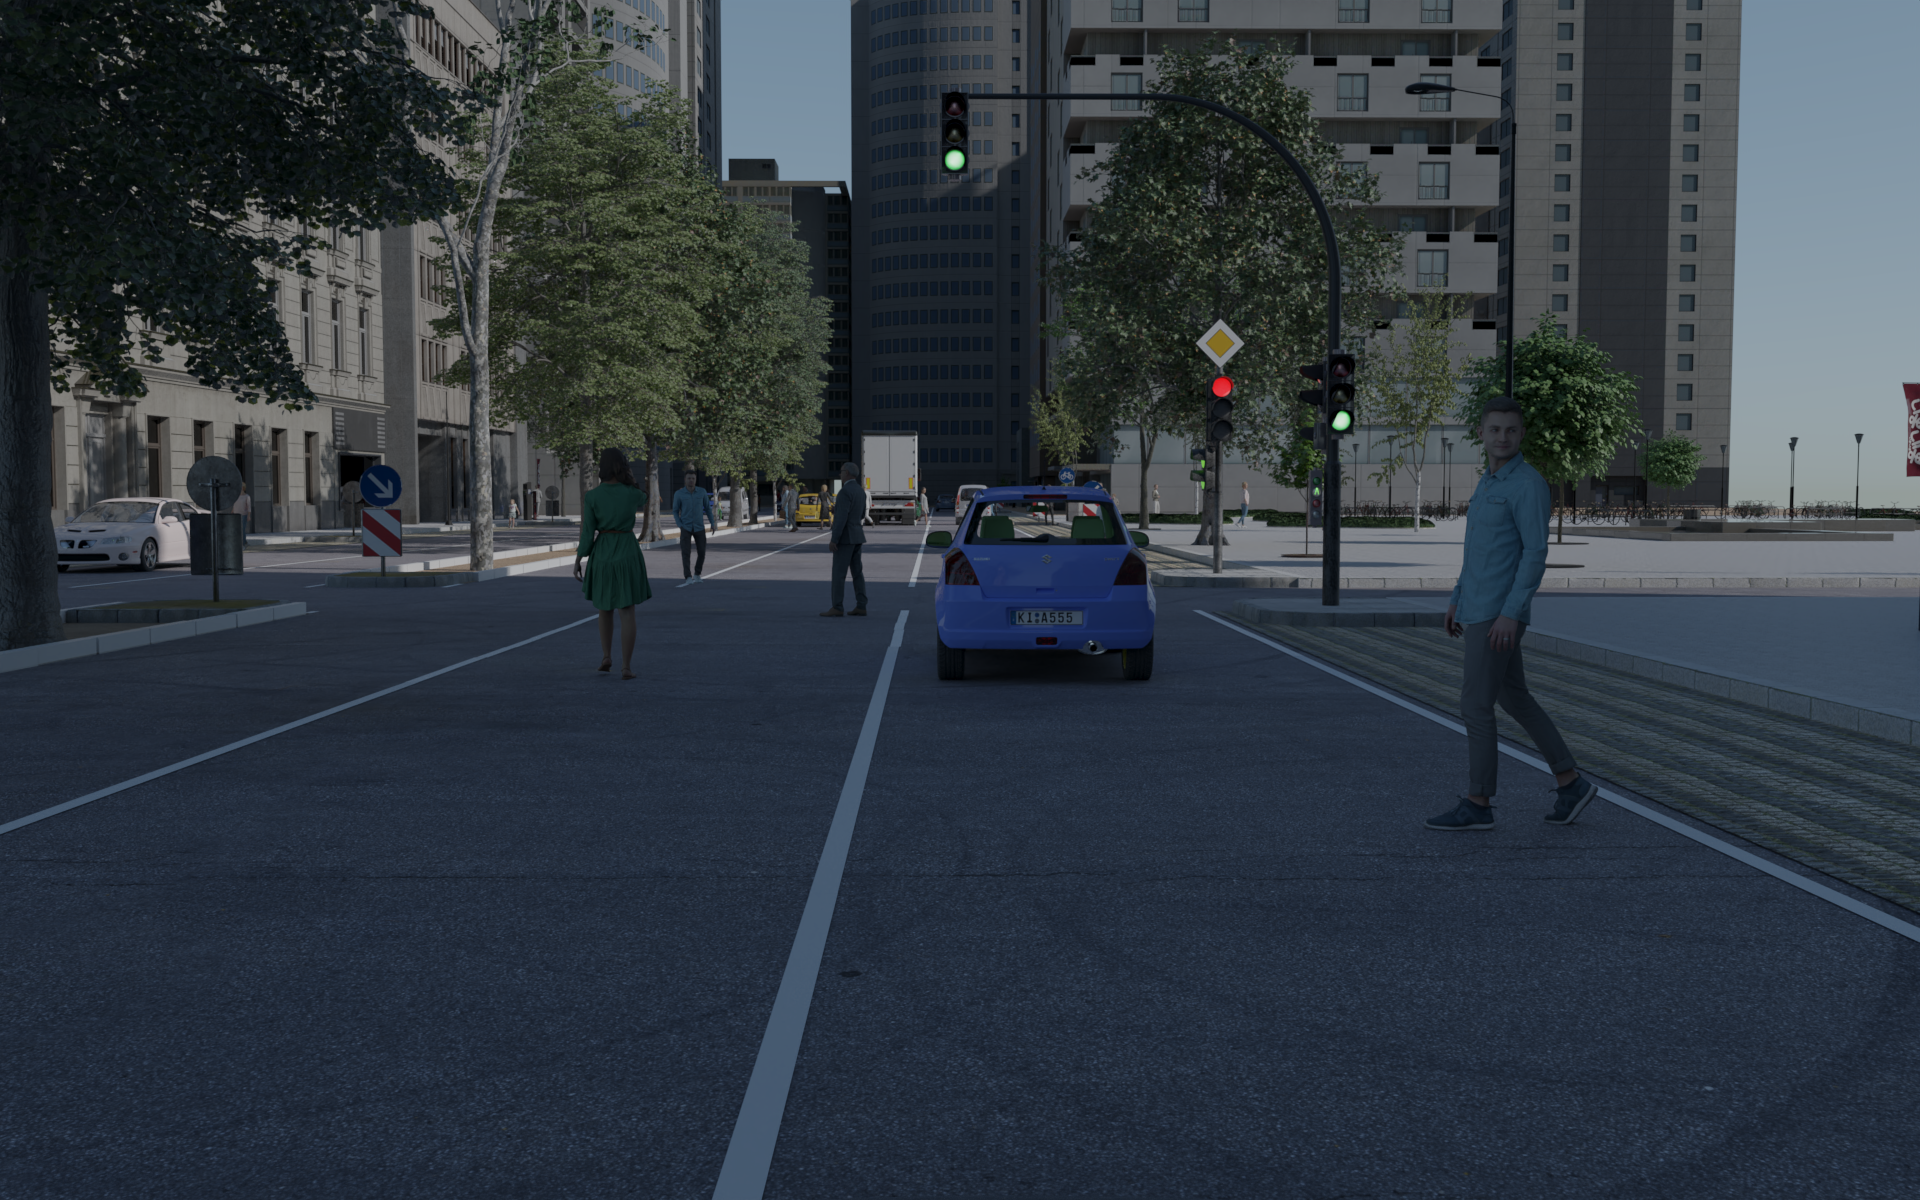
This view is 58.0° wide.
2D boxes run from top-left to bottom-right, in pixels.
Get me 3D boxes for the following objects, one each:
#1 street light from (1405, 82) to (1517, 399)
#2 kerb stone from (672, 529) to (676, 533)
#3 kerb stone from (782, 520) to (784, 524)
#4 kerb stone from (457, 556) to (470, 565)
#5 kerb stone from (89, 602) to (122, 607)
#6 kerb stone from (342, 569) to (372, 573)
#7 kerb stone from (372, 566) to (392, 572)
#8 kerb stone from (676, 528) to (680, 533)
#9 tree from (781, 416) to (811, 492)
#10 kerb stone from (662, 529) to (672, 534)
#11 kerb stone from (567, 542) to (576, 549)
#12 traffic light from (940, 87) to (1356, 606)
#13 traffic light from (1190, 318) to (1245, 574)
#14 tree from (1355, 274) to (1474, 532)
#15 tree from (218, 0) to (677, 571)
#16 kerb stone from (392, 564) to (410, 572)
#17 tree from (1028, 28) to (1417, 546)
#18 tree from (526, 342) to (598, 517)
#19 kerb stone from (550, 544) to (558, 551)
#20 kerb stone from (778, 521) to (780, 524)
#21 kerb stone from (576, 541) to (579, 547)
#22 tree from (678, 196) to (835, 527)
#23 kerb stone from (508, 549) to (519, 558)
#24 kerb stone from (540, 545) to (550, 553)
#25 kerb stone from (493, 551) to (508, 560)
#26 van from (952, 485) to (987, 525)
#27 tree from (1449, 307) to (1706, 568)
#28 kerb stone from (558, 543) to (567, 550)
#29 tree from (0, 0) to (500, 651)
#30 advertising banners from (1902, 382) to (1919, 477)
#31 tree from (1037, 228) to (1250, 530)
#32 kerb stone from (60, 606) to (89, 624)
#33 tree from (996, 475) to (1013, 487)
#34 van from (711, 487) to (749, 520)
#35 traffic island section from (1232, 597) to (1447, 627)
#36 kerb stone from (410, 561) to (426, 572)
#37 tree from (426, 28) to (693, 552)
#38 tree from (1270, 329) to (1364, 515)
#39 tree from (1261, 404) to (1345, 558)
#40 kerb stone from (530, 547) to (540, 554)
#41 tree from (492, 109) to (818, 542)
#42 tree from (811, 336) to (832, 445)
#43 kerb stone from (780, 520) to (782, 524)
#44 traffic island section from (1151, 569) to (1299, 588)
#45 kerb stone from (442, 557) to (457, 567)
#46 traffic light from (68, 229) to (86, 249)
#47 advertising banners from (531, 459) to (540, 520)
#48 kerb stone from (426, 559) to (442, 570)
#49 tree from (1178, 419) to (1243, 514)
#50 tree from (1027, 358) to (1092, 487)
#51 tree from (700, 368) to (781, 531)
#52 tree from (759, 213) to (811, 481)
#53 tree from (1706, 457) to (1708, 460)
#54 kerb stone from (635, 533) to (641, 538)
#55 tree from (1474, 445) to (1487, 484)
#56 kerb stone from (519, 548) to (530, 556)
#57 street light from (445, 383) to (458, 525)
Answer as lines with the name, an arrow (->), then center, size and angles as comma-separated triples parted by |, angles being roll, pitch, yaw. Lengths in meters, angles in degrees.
street light -> 5.719, -2.886, 19.720 | 1.470, 5.913, 1.316 | 0, 4, -1
kerb stone -> -10.500, -2.474, 62.647 | 0.120, 0.150, 1.000 | 0, 4, -1
kerb stone -> -8.663, -3.730, 83.188 | 0.120, 0.150, 1.000 | 0, 4, -1
kerb stone -> -10.137, -0.783, 34.995 | 0.120, 0.150, 1.000 | 0, 4, -1
kerb stone -> -9.940, 0.128, 20.098 | 0.120, 0.150, 1.000 | 0, 4, -1
kerb stone -> -10.052, -0.406, 28.841 | 0.120, 0.150, 1.000 | 0, 4, -1
kerb stone -> -10.062, -0.470, 29.876 | 0.120, 0.150, 1.000 | 0, 4, -1
kerb stone -> -10.509, -2.533, 63.670 | 0.120, 0.150, 1.000 | 0, 4, -1
tree -> -9.748, -8.470, 91.296 | 4.737, 8.622, 4.395 | 0, 3, 0
kerb stone -> -10.479, -2.412, 61.625 | 0.120, 0.150, 1.000 | 0, 4, -1
kerb stone -> -10.260, -1.409, 45.241 | 0.120, 0.150, 1.000 | 0, 4, -1
traffic light -> 2.158, -2.755, 19.710 | 4.771, 5.953, 1.251 | 0, 4, -1
traffic light -> 4.143, -2.382, 27.863 | 0.839, 4.253, 0.868 | 0, 4, -1
tree -> 15.398, -6.609, 58.423 | 4.737, 8.622, 4.395 | 0, 3, 0
tree -> -10.130, -10.650, 32.473 | 12.611, 20.169, 13.585 | 0, 3, 0
kerb stone -> -10.074, -0.532, 30.898 | 0.120, 0.150, 1.000 | 0, 4, -1
tree -> 6.333, -7.703, 42.956 | 9.611, 12.733, 9.660 | 0, 3, 0
tree -> -22.412, -9.925, 96.683 | 8.767, 10.594, 7.601 | 1, 4, 17
kerb stone -> -10.246, -1.284, 43.190 | 0.120, 0.150, 1.000 | 0, 4, -1
kerb stone -> -8.643, -3.603, 81.142 | 0.120, 0.150, 1.000 | 0, 4, -1
kerb stone -> -10.283, -1.472, 46.263 | 0.120, 0.150, 1.000 | 0, 4, -1
tree -> -9.792, -10.142, 74.935 | 9.857, 13.997, 8.962 | 0, 3, 0
kerb stone -> -10.190, -1.030, 39.089 | 0.120, 0.150, 1.000 | 0, 4, -1
kerb stone -> -10.220, -1.219, 42.165 | 0.120, 0.150, 1.000 | 0, 4, -1
kerb stone -> -10.175, -0.969, 38.061 | 0.120, 0.150, 1.000 | 0, 4, -1
van -> 0.613, -4.540, 81.243 | 2.013, 2.044, 4.112 | 0, 4, 0
tree -> 10.209, -2.862, 30.515 | 4.285, 4.588, 4.351 | 0, 3, 0
kerb stone -> -10.259, -1.345, 44.218 | 0.120, 0.150, 1.000 | 0, 4, -1
tree -> -8.678, -6.520, 15.709 | 9.857, 13.997, 8.962 | 0, 3, 0
advertising banners -> 15.757, -1.908, 27.376 | 2.074, 3.025, 0.090 | -1, 4, -10
tree -> 6.801, -8.344, 62.187 | 9.928, 11.665, 9.643 | 0, 3, 0
kerb stone -> -9.923, 0.191, 19.066 | 0.120, 0.150, 1.000 | 0, 4, -1
tree -> 4.246, -10.774, 170.750 | 1.663, 3.219, 1.824 | 0, 3, 0
van -> -12.744, -5.457, 96.230 | 2.013, 2.044, 4.112 | 0, 4, -1
traffic island section -> 4.289, 0.140, 19.993 | 2.009, 0.180, 2.903 | 0, 4, -1
kerb stone -> -10.090, -0.595, 31.920 | 0.120, 0.150, 1.000 | 0, 4, -1
tree -> -9.334, -7.478, 42.845 | 7.486, 12.596, 7.792 | 0, 3, 0
tree -> 15.167, -7.475, 72.579 | 4.360, 8.622, 3.978 | 0, 3, 0
tree -> 7.164, -2.484, 35.209 | 1.663, 3.219, 1.824 | 0, 3, 0
kerb stone -> -10.212, -1.157, 41.137 | 0.120, 0.150, 1.000 | 0, 4, -1
tree -> -9.203, -8.074, 51.476 | 9.611, 12.733, 9.660 | 0, 3, 0
tree -> -10.083, -9.978, 83.730 | 7.486, 12.596, 7.792 | 0, 3, 0
kerb stone -> -8.659, -3.668, 82.166 | 0.120, 0.150, 1.000 | 0, 4, -1
traffic island section -> 4.183, -0.348, 27.977 | 2.009, 0.180, 2.903 | 0, 4, -1
kerb stone -> -10.121, -0.720, 33.972 | 0.120, 0.150, 1.000 | 0, 4, -1
traffic light -> -16.326, -3.238, 27.612 | 4.771, 5.953, 1.251 | 0, 4, -1
advertising banners -> -20.883, -5.430, 84.968 | 0.090, 3.025, 2.074 | 0, 4, 4
kerb stone -> -10.108, -0.657, 32.942 | 0.120, 0.150, 1.000 | 0, 4, -1
tree -> 12.410, -8.468, 88.807 | 4.360, 8.622, 3.978 | 0, 3, 0
tree -> 5.701, -8.598, 90.944 | 4.737, 8.622, 4.395 | 0, 3, 0
tree -> -9.394, -6.949, 66.431 | 4.737, 8.622, 4.395 | 0, 3, 0
tree -> -9.476, -8.534, 60.110 | 7.486, 12.596, 7.792 | 0, 3, 0
tree -> 35.229, -6.245, 85.820 | 4.285, 4.588, 4.351 | 0, 3, 0
kerb stone -> -10.417, -2.098, 56.503 | 0.120, 0.150, 1.000 | 0, 4, -1
tree -> 16.325, -3.573, 53.025 | 1.663, 3.219, 1.824 | 0, 3, 0
kerb stone -> -10.203, -1.096, 40.111 | 0.120, 0.150, 1.000 | 0, 4, -1
street light -> -20.464, -6.022, 70.995 | 1.470, 5.913, 1.316 | 0, 4, -1
